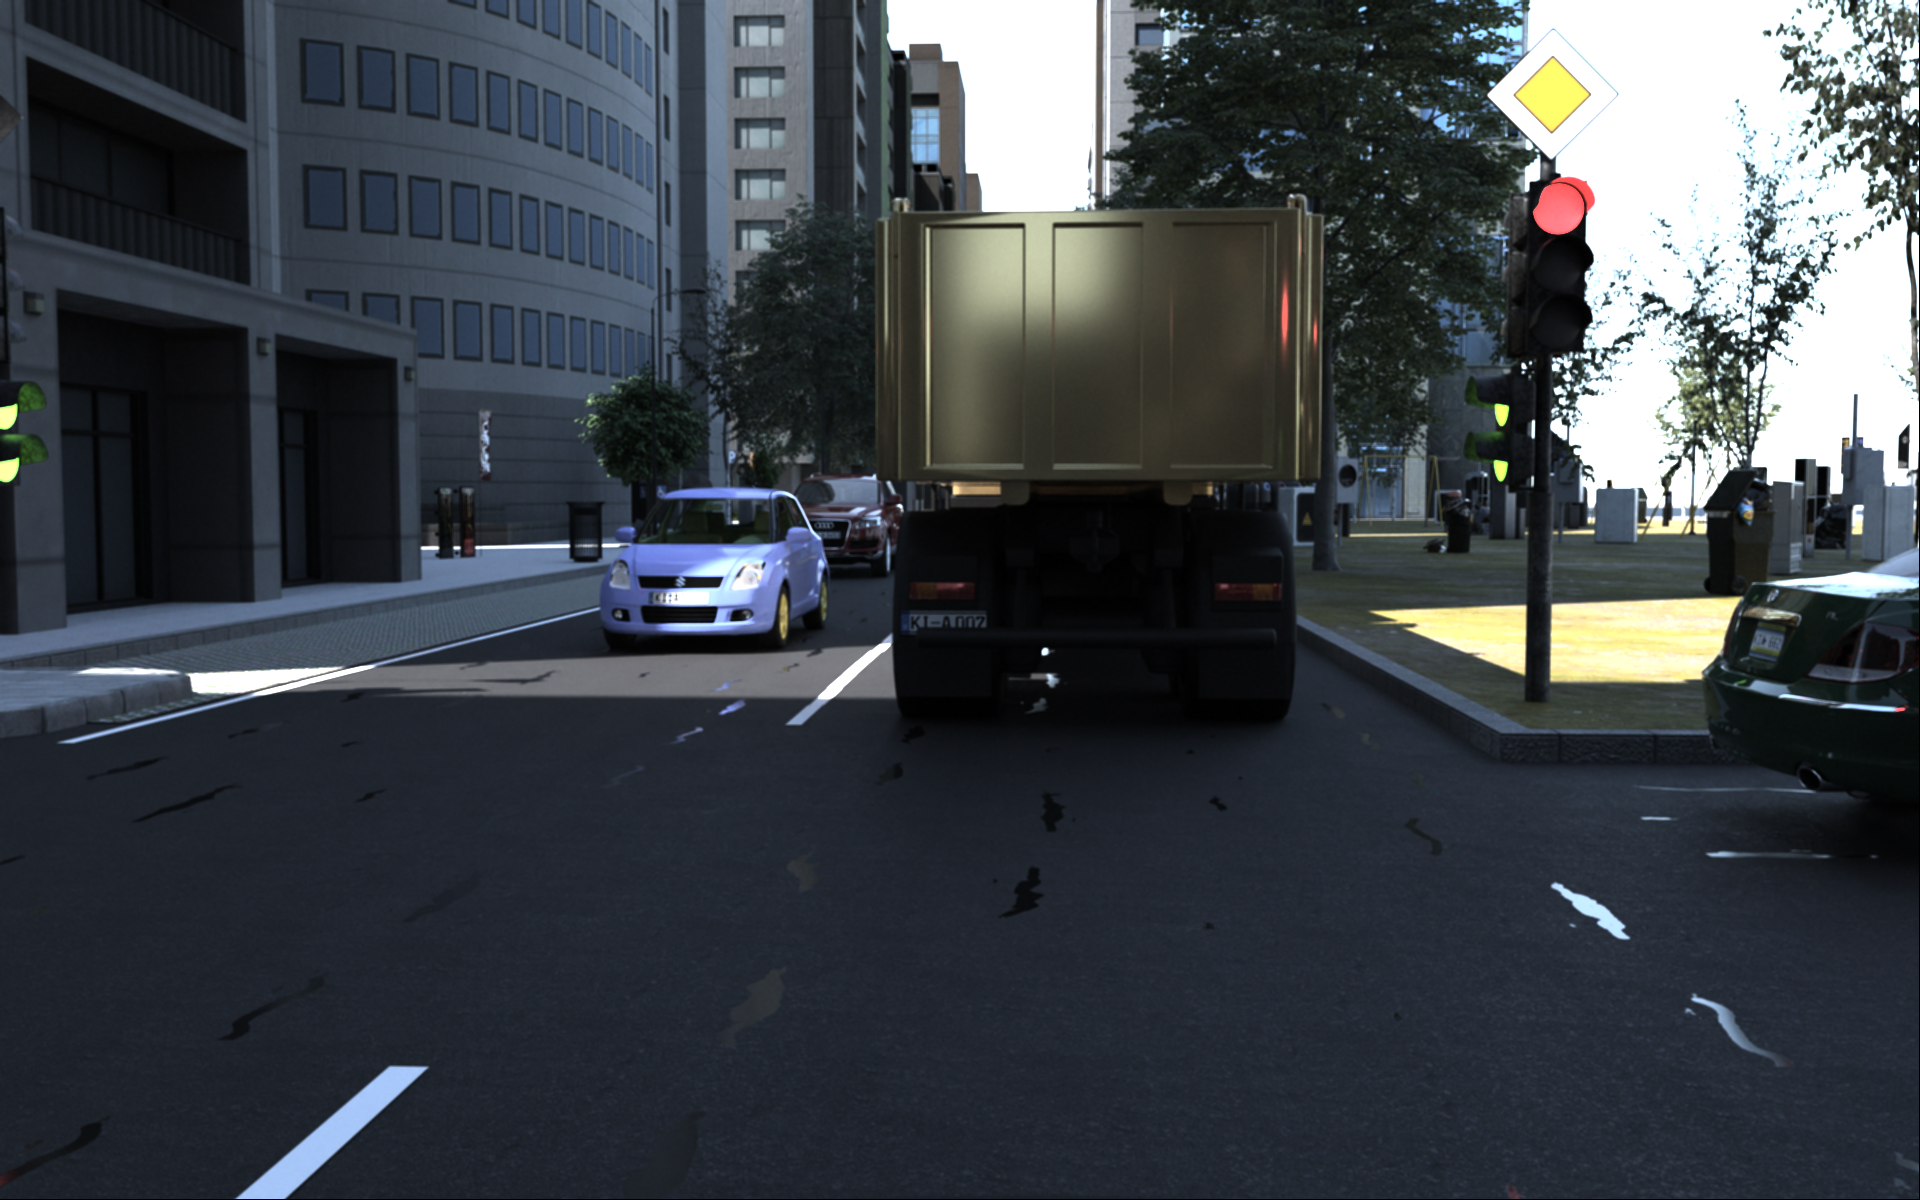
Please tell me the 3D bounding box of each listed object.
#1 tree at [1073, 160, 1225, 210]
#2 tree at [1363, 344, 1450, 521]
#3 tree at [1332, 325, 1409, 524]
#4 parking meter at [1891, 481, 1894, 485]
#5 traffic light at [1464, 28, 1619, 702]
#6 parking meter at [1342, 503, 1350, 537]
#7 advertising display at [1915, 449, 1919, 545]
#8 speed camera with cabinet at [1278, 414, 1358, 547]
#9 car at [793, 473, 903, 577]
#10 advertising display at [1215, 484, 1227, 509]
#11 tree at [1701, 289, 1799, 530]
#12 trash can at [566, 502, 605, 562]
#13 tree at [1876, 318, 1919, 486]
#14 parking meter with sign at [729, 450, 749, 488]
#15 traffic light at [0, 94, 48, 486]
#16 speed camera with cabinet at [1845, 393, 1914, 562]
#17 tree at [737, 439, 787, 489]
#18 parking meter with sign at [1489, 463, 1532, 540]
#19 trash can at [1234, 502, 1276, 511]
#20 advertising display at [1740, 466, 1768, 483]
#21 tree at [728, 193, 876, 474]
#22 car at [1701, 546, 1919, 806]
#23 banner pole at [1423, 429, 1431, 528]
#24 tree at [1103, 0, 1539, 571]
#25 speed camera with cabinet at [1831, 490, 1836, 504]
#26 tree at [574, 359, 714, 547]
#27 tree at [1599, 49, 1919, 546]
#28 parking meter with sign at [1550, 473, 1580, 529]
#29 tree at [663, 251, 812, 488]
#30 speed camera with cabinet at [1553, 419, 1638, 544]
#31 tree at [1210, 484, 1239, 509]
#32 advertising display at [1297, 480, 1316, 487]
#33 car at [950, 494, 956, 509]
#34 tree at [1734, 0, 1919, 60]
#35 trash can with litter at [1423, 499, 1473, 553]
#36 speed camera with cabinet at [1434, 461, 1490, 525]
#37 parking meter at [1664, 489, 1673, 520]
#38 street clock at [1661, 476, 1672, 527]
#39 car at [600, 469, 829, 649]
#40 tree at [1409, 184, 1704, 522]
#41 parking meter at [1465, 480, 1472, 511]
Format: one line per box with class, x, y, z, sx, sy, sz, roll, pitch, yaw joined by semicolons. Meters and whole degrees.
tree;7.363;-9.632;64.133;9.857;13.997;8.962;0;3;0
tree;20.930;-8.083;82.516;4.360;8.622;3.978;0;3;0
tree;17.044;-7.579;74.286;4.737;8.622;4.395;0;3;0
parking meter;37.978;-3.948;70.269;0.255;1.863;0.399;-1;4;-11
traffic light;3.561;-1.328;10.627;0.839;4.253;0.868;0;4;3
parking meter;11.615;-2.846;52.239;0.255;1.863;0.399;1;4;23
advertising display;13.328;-1.105;23.273;0.123;1.923;0.974;-2;4;-26
speed camera with cabinet;8.736;-2.927;42.190;2.038;3.252;0.660;-2;4;-28
car;-2.137;-1.410;31.727;2.281;1.827;5.304;0;4;3
advertising display;10.871;-4.062;71.623;0.974;1.923;0.123;-2;4;-29
tree;26.885;-6.811;61.724;4.737;8.622;4.395;0;3;0
trash can;-7.073;-1.289;32.728;0.748;1.137;0.748;0;3;0
tree;29.374;-6.125;50.508;4.737;8.622;4.395;0;3;0
parking meter with sign;-8.396;-4.419;68.517;1.738;3.016;0.543;2;4;31
traffic light;-6.386;-1.359;11.148;0.839;4.253;0.868;0;4;3
speed camera with cabinet;17.656;-2.384;33.306;0.660;3.252;2.038;0;4;6
tree;-6.934;-3.998;59.961;1.663;3.219;1.824;0;3;0
parking meter with sign;15.480;-3.235;49.160;0.543;3.016;1.738;3;5;44
trash can;5.331;-1.203;31.316;0.748;1.137;0.748;0;3;0
advertising display;18.251;-2.118;39.849;0.974;1.923;0.123;-3;4;-36
tree;-5.823;-10.302;75.091;9.857;13.997;8.962;0;3;0
car;5.727;0.284;7.149;4.920;1.459;2.131;0;4;4
banner pole;17.884;-4.661;66.220;0.401;3.779;0.863;0;4;7
tree;5.903;-6.753;28.536;7.486;12.596;7.792;0;3;0
speed camera with cabinet;34.109;-4.375;65.863;2.038;3.252;0.660;2;4;33
tree;-7.703;-3.580;42.253;4.285;4.588;4.351;0;3;0
tree;14.193;-4.961;31.468;4.360;8.622;3.978;0;3;0
parking meter with sign;21.832;-4.119;63.614;1.738;3.016;0.543;0;4;7
tree;-6.932;-6.300;53.363;4.360;8.622;3.978;0;3;0
speed camera with cabinet;16.686;-3.126;45.441;2.038;3.252;0.660;2;4;30
tree;5.648;-3.341;38.339;4.285;4.588;4.351;0;3;0
advertising display;11.016;-3.002;54.294;0.974;1.923;0.123;0;4;-4
car;-0.136;-6.936;123.627;2.015;1.641;3.980;0;4;3
tree;9.261;-4.015;16.002;4.360;8.622;3.978;0;3;0
trash can with litter;10.687;-1.625;37.957;1.055;1.170;0.624;2;4;35
speed camera with cabinet;20.917;-4.772;72.355;2.038;3.252;0.660;2;4;31
parking meter;34.614;-4.661;84.620;0.372;1.533;0.369;0;3;0
street clock;27.874;-3.902;68.361;0.471;2.002;0.358;-3;4;-38
car;-2.365;-0.467;17.219;1.945;1.707;3.694;0;4;4
tree;14.129;-5.562;41.293;4.737;8.622;4.395;0;3;0
parking meter;20.862;-3.997;71.060;0.255;1.863;0.399;1;4;12
